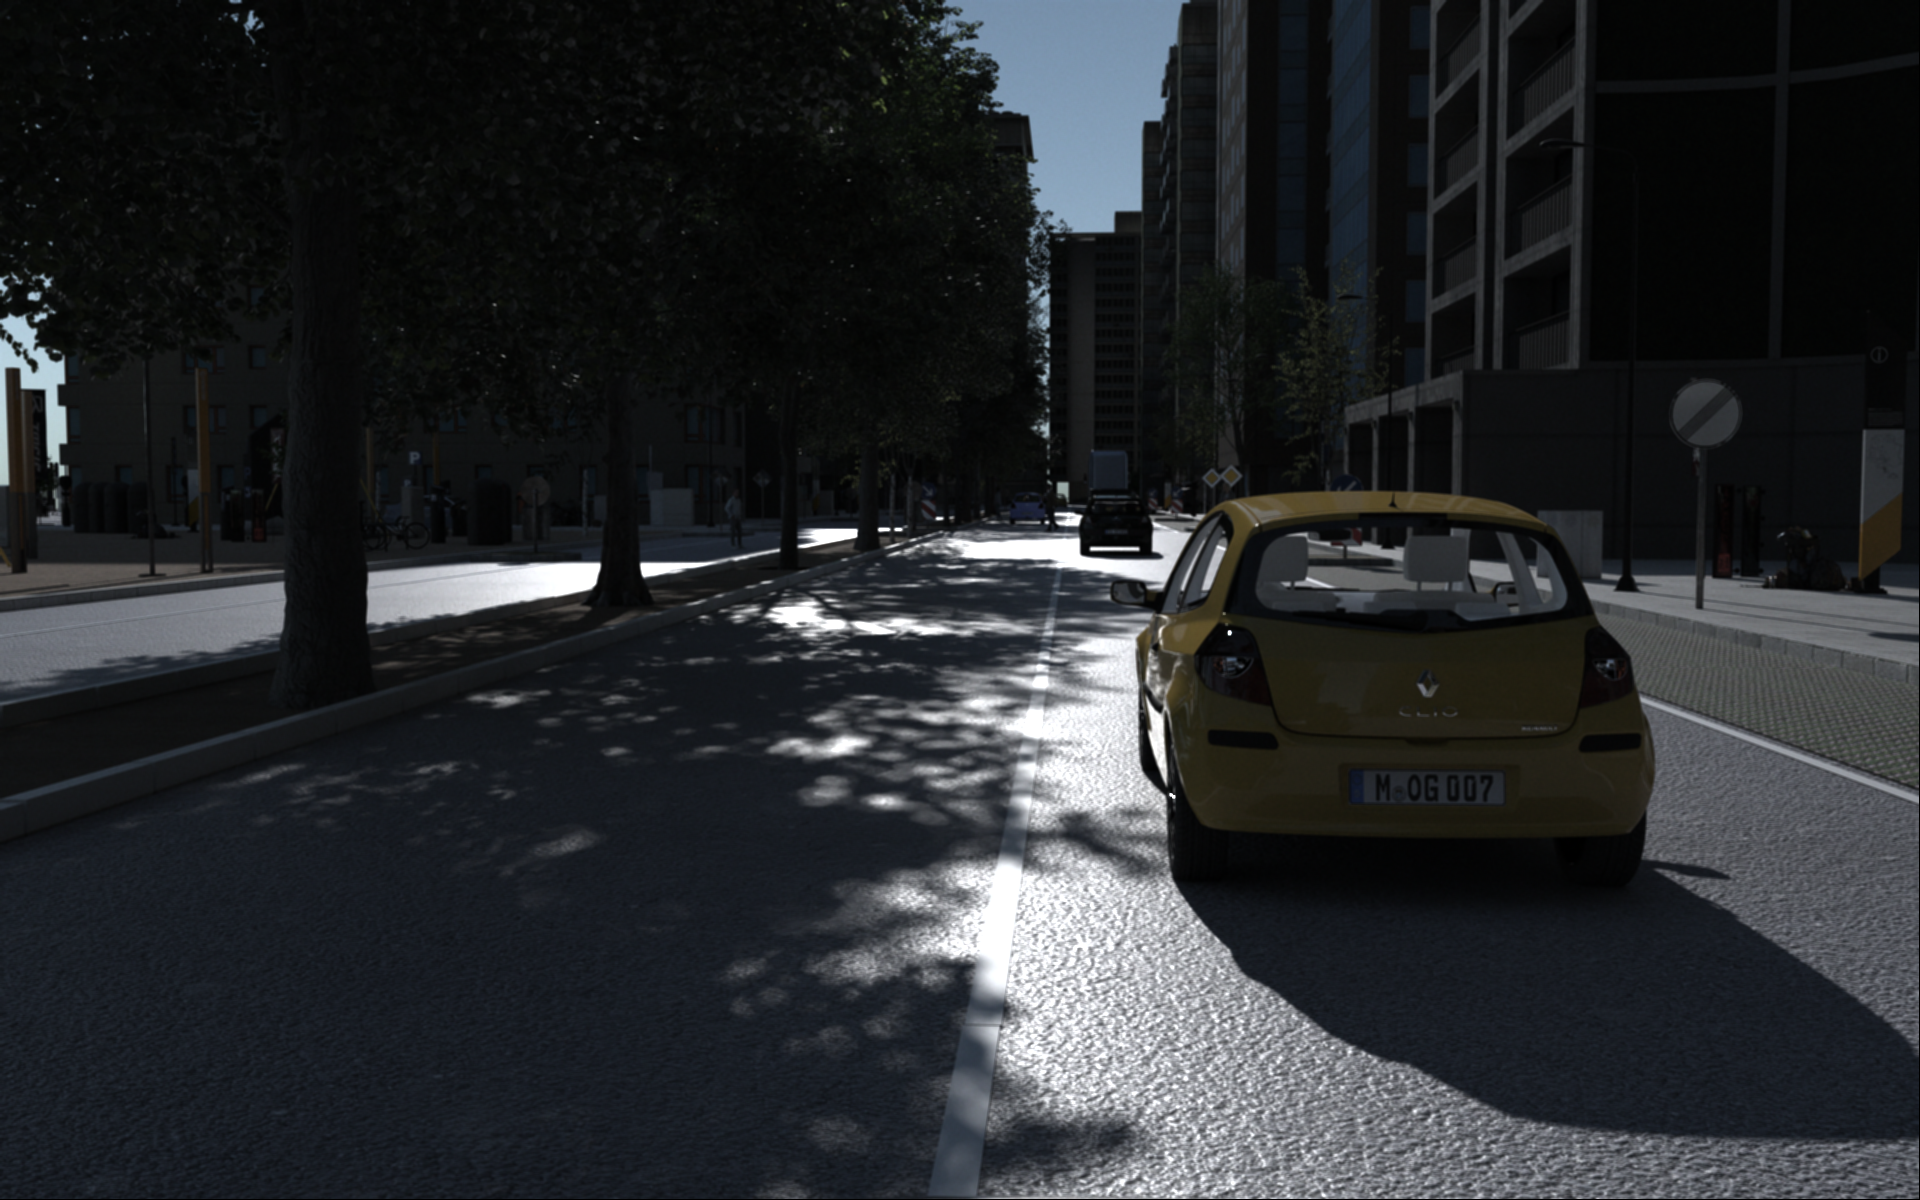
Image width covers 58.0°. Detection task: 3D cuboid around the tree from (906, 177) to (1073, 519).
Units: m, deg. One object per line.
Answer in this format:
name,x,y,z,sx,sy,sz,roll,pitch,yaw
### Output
tree,-0.183,-14.836,100.913,12.611,20.169,13.585,0,3,0

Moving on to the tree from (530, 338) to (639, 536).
tree,-11.434,-6.247,52.508,4.360,8.622,3.978,0,3,0

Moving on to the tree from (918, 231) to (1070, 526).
tree,-0.088,-10.147,78.738,12.009,13.543,11.850,0,3,0

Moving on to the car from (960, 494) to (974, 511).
car,0.674,-8.441,147.793,2.009,1.686,4.222,0,4,2

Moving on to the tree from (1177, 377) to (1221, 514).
tree,15.613,-9.679,108.609,4.360,8.622,3.978,0,3,0

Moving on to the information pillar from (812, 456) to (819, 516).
information pillar,-8.507,-6.780,102.205,0.504,3.616,0.183,3,5,42

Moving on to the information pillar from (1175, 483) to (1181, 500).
information pillar,14.688,-6.858,116.621,0.304,2.012,0.304,-2,4,-32

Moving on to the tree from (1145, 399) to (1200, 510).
tree,16.570,-11.314,135.346,4.737,8.622,4.395,0,3,0

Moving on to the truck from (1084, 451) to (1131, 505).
truck,8.976,-6.880,102.244,2.967,4.110,18.799,0,4,3

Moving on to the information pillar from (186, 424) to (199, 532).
information pillar,-25.705,-4.085,58.152,0.504,3.616,0.183,1,4,10

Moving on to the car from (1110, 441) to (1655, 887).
car,1.702,0.149,7.792,2.015,1.641,3.980,0,4,3

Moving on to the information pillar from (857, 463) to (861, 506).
information pillar,-6.823,-7.814,119.114,0.504,3.616,0.183,-1,4,-10

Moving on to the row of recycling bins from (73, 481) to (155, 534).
row of recycling bins,-27.809,-3.044,56.879,3.534,1.692,1.069,2,4,29

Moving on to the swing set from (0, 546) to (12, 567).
swing set,-17.458,-1.889,28.510,2.862,2.851,3.119,-1,4,-23

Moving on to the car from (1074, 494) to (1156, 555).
car,3.772,-1.972,42.036,2.009,1.686,4.222,0,4,4

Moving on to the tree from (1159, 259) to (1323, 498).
tree,12.518,-9.278,77.449,9.928,11.665,9.643,0,3,0

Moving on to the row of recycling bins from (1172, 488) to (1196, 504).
row of recycling bins,15.419,-6.832,118.815,1.069,1.692,3.534,0,4,-8

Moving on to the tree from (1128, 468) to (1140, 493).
tree,22.342,-14.343,218.216,4.285,4.588,4.351,0,3,0

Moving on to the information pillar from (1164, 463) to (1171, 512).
information pillar,15.239,-8.299,127.036,0.504,3.616,0.183,0,4,3

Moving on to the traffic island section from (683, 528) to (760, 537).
traffic island section,-8.172,-2.253,59.117,2.009,0.180,2.903,0,4,4

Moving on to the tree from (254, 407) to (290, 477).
tree,-12.435,-2.375,33.432,1.663,3.219,1.824,0,3,0

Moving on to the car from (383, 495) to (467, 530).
car,-18.994,-3.186,64.091,4.499,1.417,2.014,0,4,3

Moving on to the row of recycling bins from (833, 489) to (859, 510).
row of recycling bins,-8.997,-8.131,140.048,3.534,1.692,1.069,3,5,41

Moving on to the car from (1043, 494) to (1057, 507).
car,9.723,-11.027,189.329,2.155,1.783,4.494,0,4,4

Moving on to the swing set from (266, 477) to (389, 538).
swing set,-18.329,-3.194,49.845,2.862,2.851,3.119,0,4,2

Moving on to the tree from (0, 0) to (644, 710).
tree,-4.337,-6.259,11.454,9.857,13.997,8.962,0,3,0

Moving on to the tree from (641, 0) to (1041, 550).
tree,-2.388,-8.263,44.220,9.857,13.997,8.962,0,3,0

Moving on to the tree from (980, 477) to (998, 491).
tree,2.599,-10.732,128.284,4.360,8.622,3.978,0,3,0

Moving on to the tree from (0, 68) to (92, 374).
tree,-12.948,-4.366,21.743,4.737,8.622,4.395,0,3,0

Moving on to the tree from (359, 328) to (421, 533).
tree,-19.252,-6.540,57.285,4.360,8.622,3.978,0,3,0

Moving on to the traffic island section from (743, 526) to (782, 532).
traffic island section,-7.655,-2.740,67.086,2.009,0.180,2.903,0,4,4

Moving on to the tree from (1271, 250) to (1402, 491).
tree,11.383,-6.293,53.256,4.360,8.622,3.978,0,3,0

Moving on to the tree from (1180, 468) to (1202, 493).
tree,16.963,-8.101,127.047,1.663,3.219,1.824,0,3,0

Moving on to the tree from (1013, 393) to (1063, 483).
tree,2.354,-12.252,119.777,9.611,12.733,9.660,0,3,0

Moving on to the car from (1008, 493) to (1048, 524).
car,3.252,-4.504,83.224,1.945,1.707,3.694,0,4,3

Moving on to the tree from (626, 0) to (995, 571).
tree,-3.139,-6.365,32.277,9.928,11.665,9.643,0,3,0

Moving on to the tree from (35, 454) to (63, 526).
tree,-37.811,-4.667,70.908,1.663,3.219,1.824,0,3,0

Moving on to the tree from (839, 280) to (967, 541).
tree,-1.666,-6.364,56.865,4.360,8.622,3.978,0,3,0

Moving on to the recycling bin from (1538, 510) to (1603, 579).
recycling bin,9.314,-0.851,26.467,0.722,1.027,0.722,-1,4,-10

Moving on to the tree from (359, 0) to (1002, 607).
tree,-4.365,-6.279,22.120,9.611,12.733,9.660,0,3,0

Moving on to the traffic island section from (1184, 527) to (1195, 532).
traffic island section,9.600,-2.672,65.965,2.009,0.180,2.903,0,4,4

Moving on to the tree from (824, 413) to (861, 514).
tree,-7.216,-9.900,112.227,4.737,8.622,4.395,0,3,0

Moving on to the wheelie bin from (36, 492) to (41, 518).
wheelie bin,-51.617,-5.422,96.551,0.980,1.594,0.693,0,4,-3

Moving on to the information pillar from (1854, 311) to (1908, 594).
information pillar,11.828,-1.888,22.221,0.504,3.616,0.183,1,4,9

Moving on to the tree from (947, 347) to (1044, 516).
tree,1.681,-11.657,111.175,7.486,12.596,7.792,0,3,0

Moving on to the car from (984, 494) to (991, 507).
car,3.610,-11.120,191.593,2.009,1.686,4.222,0,4,3

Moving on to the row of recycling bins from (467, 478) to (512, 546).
row of recycling bins,-12.174,-2.300,44.723,1.069,1.692,3.534,-1,4,-10

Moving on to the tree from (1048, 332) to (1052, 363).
tree,0.284,-11.047,89.735,9.857,13.997,8.962,0,3,0

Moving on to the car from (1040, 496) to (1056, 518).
car,4.677,-5.463,101.892,1.945,1.354,3.894,0,4,5

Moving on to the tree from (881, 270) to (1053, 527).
tree,-0.470,-8.078,68.945,8.767,10.594,7.601,0,4,4

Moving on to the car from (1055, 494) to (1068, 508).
car,10.442,-10.574,183.111,2.015,1.641,3.980,0,4,5
